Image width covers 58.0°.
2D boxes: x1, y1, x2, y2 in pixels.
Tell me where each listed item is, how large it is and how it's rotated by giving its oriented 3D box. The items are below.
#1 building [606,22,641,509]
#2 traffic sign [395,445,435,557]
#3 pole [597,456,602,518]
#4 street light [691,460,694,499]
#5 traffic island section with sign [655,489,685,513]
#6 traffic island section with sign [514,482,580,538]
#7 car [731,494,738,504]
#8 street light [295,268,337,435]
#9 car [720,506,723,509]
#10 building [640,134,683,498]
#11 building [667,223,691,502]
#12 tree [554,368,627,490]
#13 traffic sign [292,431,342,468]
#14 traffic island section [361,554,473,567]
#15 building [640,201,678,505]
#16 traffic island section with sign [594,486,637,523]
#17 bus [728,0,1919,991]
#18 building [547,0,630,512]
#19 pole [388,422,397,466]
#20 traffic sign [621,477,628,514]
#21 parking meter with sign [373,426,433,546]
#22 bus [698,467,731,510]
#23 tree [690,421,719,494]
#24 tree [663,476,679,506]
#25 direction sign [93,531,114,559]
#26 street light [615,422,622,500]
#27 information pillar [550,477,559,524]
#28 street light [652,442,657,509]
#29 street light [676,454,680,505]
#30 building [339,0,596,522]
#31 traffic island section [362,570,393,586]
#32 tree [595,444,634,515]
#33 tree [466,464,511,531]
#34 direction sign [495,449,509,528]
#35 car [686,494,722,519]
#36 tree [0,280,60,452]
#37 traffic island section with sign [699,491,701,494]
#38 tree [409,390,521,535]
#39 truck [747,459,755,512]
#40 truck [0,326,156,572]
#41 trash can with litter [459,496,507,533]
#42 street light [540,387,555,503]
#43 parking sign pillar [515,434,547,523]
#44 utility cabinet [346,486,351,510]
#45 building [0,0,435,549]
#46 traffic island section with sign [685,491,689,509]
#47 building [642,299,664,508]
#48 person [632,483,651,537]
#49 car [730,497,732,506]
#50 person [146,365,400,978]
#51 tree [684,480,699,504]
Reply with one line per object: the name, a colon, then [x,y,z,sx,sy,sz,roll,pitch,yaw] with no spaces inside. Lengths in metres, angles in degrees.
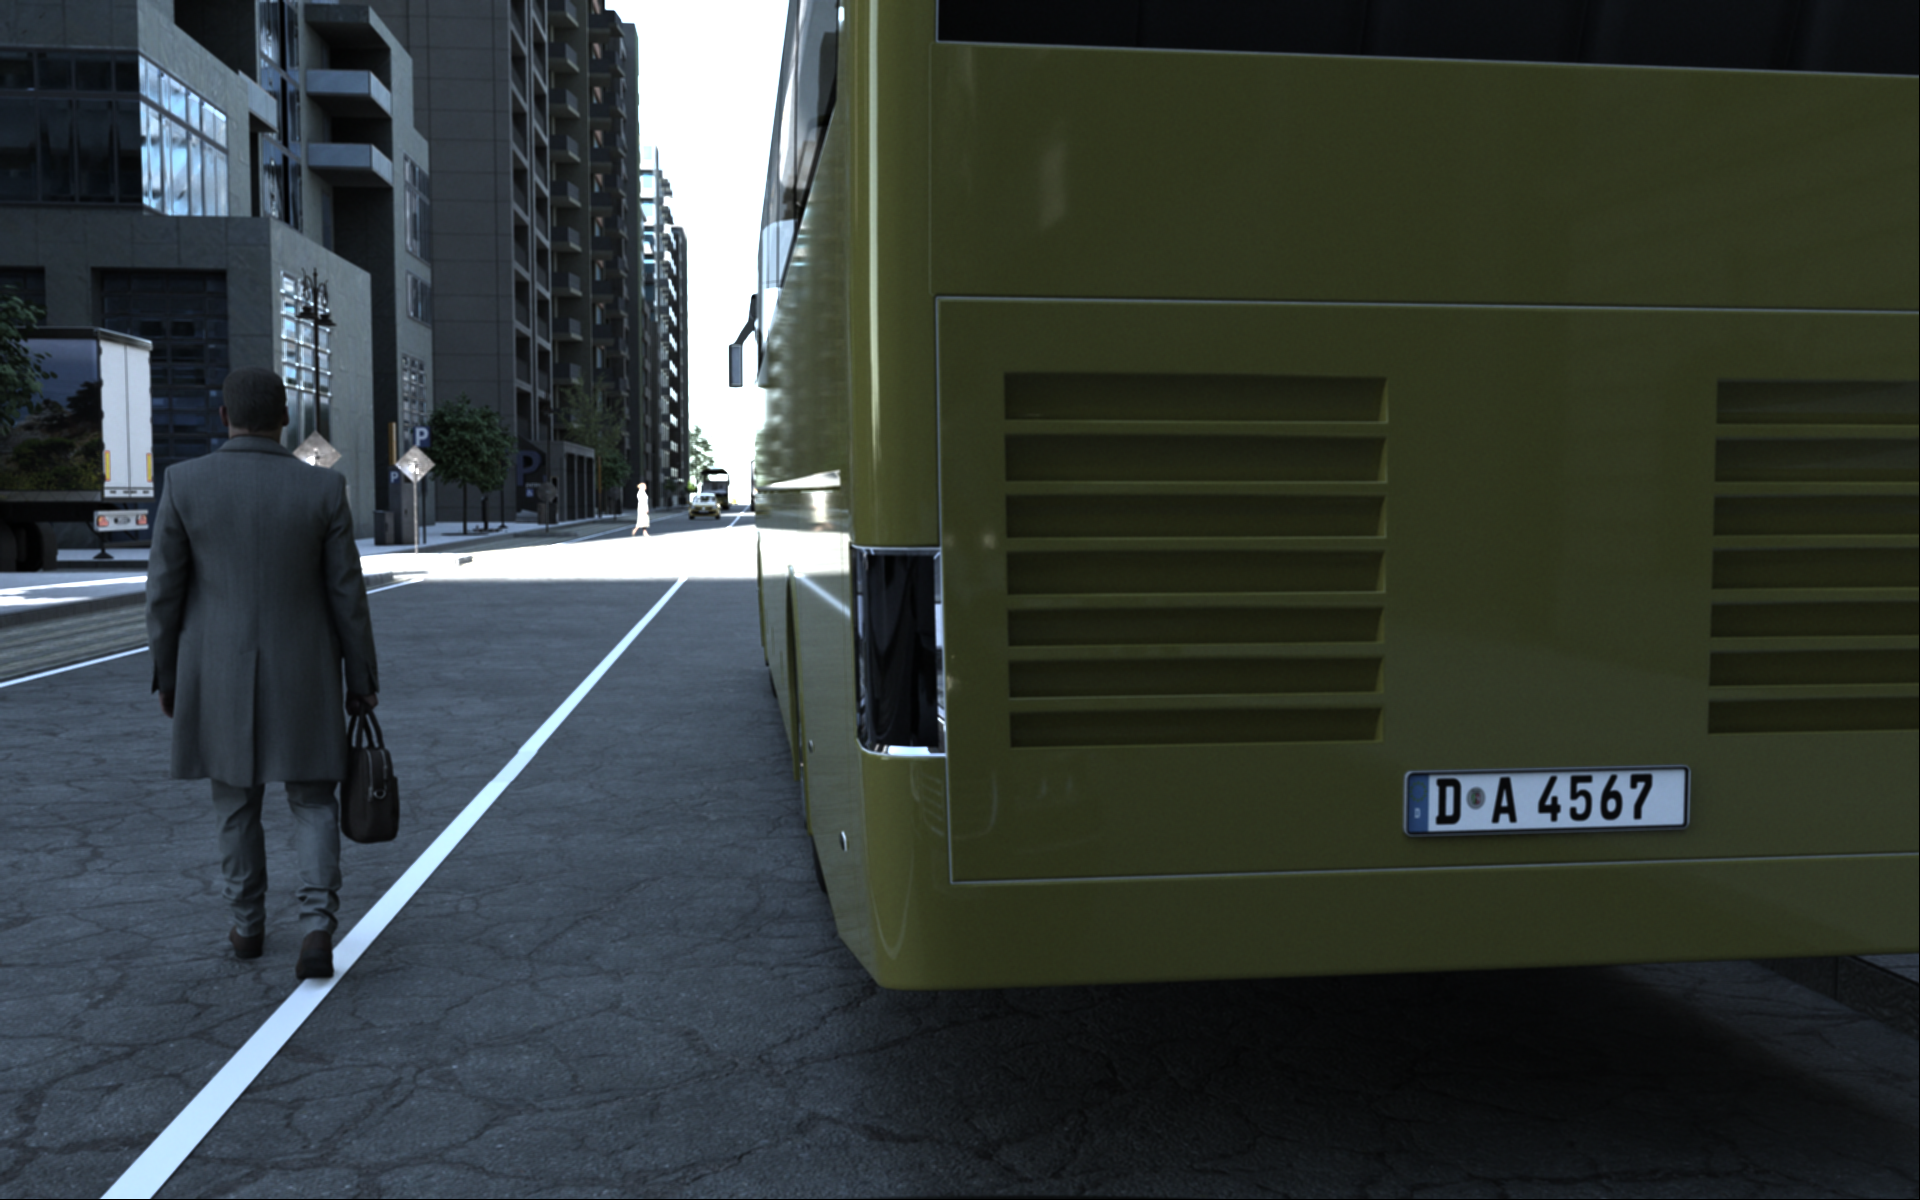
building: [-34.201,-28.221,145.013,14.154,41.232,14.086,0,4,-7]
traffic sign: [-11.130,-1.943,35.410,0.795,2.450,0.064,0,4,-7]
pole: [-19.276,-6.040,92.602,0.158,3.312,0.155,0,3,0]
street light: [-35.990,-15.916,233.007,0.468,5.910,1.993,0,4,-7]
traffic island section with sign: [-22.636,-7.699,134.503,1.989,1.847,2.006,0,4,-7]
traffic island section with sign: [-13.746,-3.002,57.714,1.989,1.847,2.006,0,4,-7]
car: [-31.975,-14.173,241.951,2.015,1.641,3.980,0,4,-6]
street light: [-13.172,-3.839,35.551,0.468,5.910,1.993,0,4,-7]
car: [-24.190,-9.752,172.020,1.945,1.354,3.894,0,4,-5]
building: [-49.426,-37.364,230.504,23.786,49.044,30.456,0,4,-7]
building: [-46.957,-34.851,253.405,14.154,41.232,14.086,0,4,-7]
tree: [-21.763,-9.297,102.366,4.737,8.622,4.395,0,3,0]
traffic sign: [-10.211,-1.458,27.478,0.795,2.450,0.064,0,4,-7]
traffic island section: [-11.152,-0.807,35.469,2.009,0.180,2.903,0,4,-7]
building: [-49.814,-31.279,203.296,32.217,40.220,23.993,0,4,-7]
traffic island section with sign: [-16.891,-4.671,84.999,1.989,1.847,2.006,0,4,-7]
bus: [0.250,-1.076,9.147,2.896,3.916,12.252,0,4,-8]
building: [-35.509,-28.658,123.175,22.147,44.769,28.867,0,4,-7]
pole: [-16.139,-3.392,49.306,0.158,3.312,0.155,0,3,0]
traffic sign: [-21.507,-6.727,110.092,0.768,2.556,0.104,0,4,-1]
parking meter with sign: [-14.084,-2.904,43.738,0.543,3.016,1.738,1,4,21]
bus: [-22.619,-10.332,160.473,2.896,3.916,12.252,0,4,-7]
tree: [-40.910,-21.411,268.203,7.486,12.596,7.792,0,3,0]
tree: [-31.437,-11.774,187.107,1.663,3.219,1.824,0,3,0]
direction sign: [-16.934,-2.577,34.131,0.876,3.537,0.379,-3,4,-38]
street light: [-22.026,-8.485,111.523,0.468,5.910,1.993,0,4,-7]
information pillar: [-17.208,-4.221,73.507,0.304,2.012,0.304,-1,4,-17]
street light: [-26.528,-10.849,150.168,0.468,5.910,1.993,0,4,-7]
street light: [-31.632,-13.551,194.346,0.468,5.910,1.993,0,4,-7]
building: [-29.474,-39.649,86.509,20.563,71.187,20.611,0,4,-7]
traffic island section: [-10.234,-0.321,27.537,2.009,0.180,2.903,0,4,-7]
tree: [-21.797,-7.528,106.789,4.285,4.588,4.351,0,3,0]
tree: [-16.469,-4.041,60.677,1.663,3.219,1.824,0,3,0]
direction sign: [-17.135,-4.455,64.833,0.379,3.537,0.876,1,4,17]
car: [-14.614,-5.439,99.154,2.015,1.641,3.980,0,4,-6]
tree: [-11.546,-2.126,18.480,4.285,4.588,4.351,0,3,0]
traffic island section with sign: [-35.236,-14.350,243.250,1.989,1.847,2.006,0,4,-7]
tree: [-15.522,-4.320,54.342,4.285,4.588,4.351,0,3,0]
truck: [-15.988,-9.404,142.667,2.839,4.237,11.283,-1,4,-8]
truck: [-20.079,-2.496,29.726,11.283,4.237,2.839,0,4,-5]
trash can with litter: [-16.084,-2.882,58.174,1.678,1.210,2.233,-1,4,-9]
street light: [-17.780,-6.243,74.865,0.468,5.910,1.993,0,4,-7]
parking sign pillar: [-19.081,-5.420,77.085,1.447,3.967,1.447,1,4,10]
utility cabinet: [-14.513,-1.919,40.051,0.318,1.500,1.173,1,4,10]
building: [-28.891,-45.228,52.142,22.319,86.520,31.000,0,4,-7]
traffic island section with sign: [-25.732,-9.337,161.281,1.989,1.847,2.006,0,4,-7]
building: [-43.322,-19.652,166.342,27.650,21.520,28.899,0,4,-7]
person: [-10.647,-2.999,57.756,0.641,1.798,0.478,0,4,7]
car: [-28.529,-12.267,209.363,1.959,1.807,4.718,0,4,-8]
person: [-2.074,0.205,5.244,0.694,1.812,0.767,-1,4,-19]
tree: [-35.463,-14.183,226.485,1.663,3.219,1.824,0,3,0]
